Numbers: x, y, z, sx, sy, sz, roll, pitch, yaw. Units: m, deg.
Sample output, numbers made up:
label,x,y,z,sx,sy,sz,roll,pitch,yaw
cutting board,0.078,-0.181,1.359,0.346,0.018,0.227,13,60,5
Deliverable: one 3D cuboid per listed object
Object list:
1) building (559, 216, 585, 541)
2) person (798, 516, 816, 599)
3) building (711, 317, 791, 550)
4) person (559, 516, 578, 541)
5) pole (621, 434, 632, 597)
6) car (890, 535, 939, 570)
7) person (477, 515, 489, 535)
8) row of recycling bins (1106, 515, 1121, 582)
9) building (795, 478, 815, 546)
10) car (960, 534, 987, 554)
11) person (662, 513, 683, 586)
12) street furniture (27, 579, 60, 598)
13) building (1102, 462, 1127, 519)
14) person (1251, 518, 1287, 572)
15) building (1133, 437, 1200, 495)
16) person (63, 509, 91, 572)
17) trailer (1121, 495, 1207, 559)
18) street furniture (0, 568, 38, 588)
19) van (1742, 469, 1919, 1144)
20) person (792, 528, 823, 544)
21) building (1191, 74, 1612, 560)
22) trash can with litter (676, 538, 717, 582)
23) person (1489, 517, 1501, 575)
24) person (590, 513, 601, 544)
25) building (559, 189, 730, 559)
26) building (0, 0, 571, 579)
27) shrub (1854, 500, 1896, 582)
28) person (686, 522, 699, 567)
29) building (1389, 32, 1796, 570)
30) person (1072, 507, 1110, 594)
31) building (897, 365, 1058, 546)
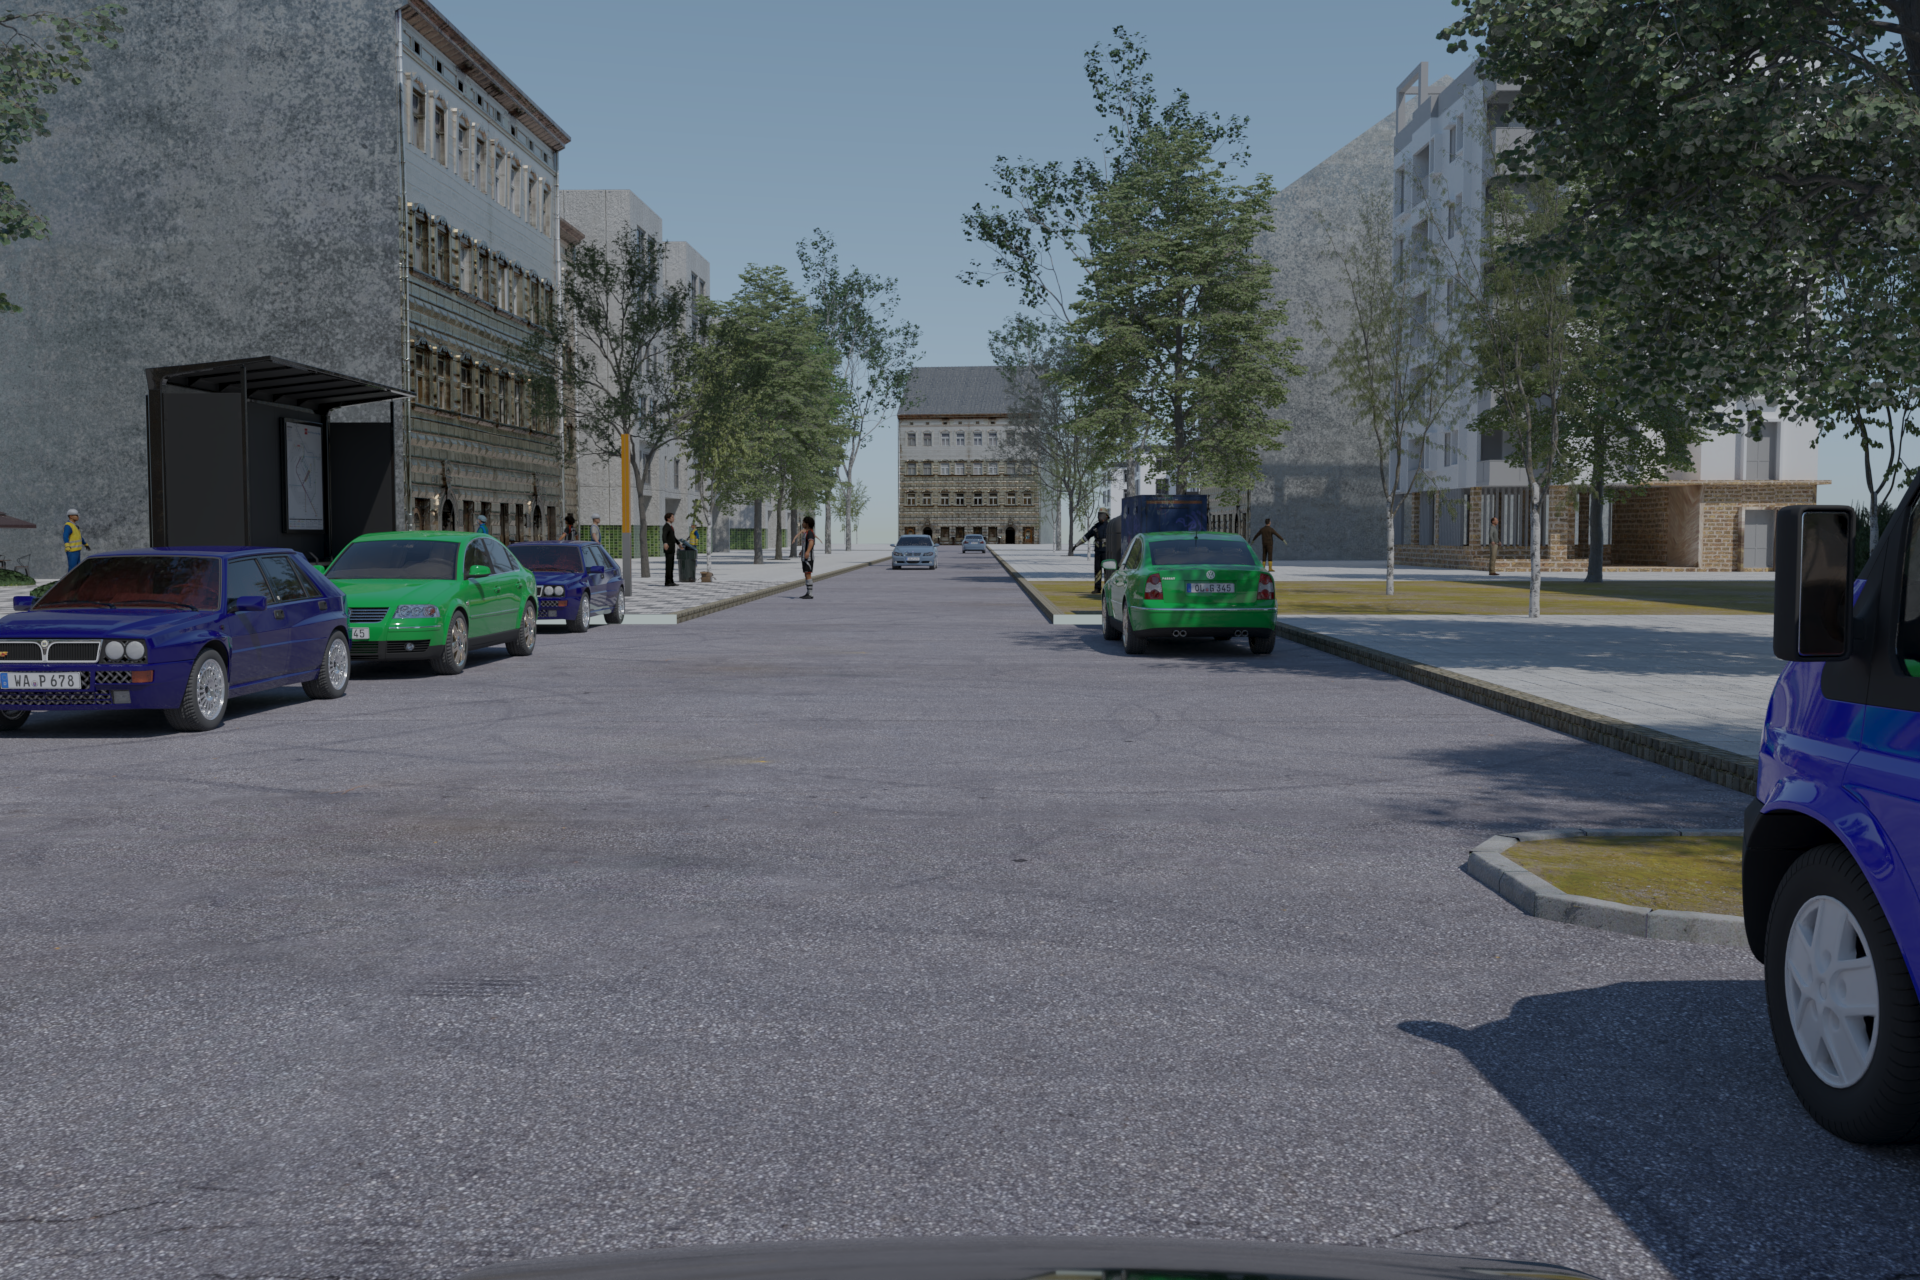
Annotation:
label,x,y,z,sx,sy,sz,roll,pitch,yaw
building,-28.819,-15.172,78.990,19.493,23.208,18.063,0,4,1
person,-3.389,-1.815,38.284,0.704,1.843,1.345,-1,4,-11
building,-24.966,-17.769,156.979,16.747,18.905,31.486,0,4,1
person,-11.590,-2.759,51.261,0.704,1.843,1.345,1,4,15
pole,-6.818,-2.542,35.406,0.158,3.312,0.155,0,3,0
car,-1.829,-3.591,70.723,2.014,1.417,4.499,0,4,1
person,-13.670,-2.649,49.436,0.704,1.817,1.347,0,4,2
row of recycling bins,3.439,-1.663,34.302,1.069,1.692,3.534,0,4,-1
building,-26.184,-21.978,190.276,19.493,23.208,18.063,0,4,1
car,1.026,-7.152,128.942,2.014,1.417,4.499,0,3,0
person,-7.107,-2.224,42.554,0.705,1.806,1.347,0,4,7
street furniture,-13.141,-1.185,34.997,10.072,0.657,5.734,-2,4,-28
building,21.923,-15.833,201.010,9.099,9.664,28.070,0,4,1
person,10.485,-3.231,58.962,1.346,1.812,0.704,3,4,37
building,21.434,-13.536,163.466,9.099,9.664,28.070,0,4,1
person,-19.434,-1.961,38.036,0.705,1.833,1.349,-1,4,-9
trailer,3.066,-1.221,27.006,1.471,1.999,3.904,0,4,-1
street furniture,-26.616,-1.453,39.389,5.734,0.657,10.072,2,4,33
van,2.972,0.125,2.335,2.240,2.365,5.245,0,4,-1
person,-5.670,-3.513,64.234,1.217,1.733,0.721,-2,4,-28
building,23.248,-15.993,92.413,19.493,23.208,18.063,0,3,0
trash can with litter,-7.013,-2.122,46.076,1.055,1.170,0.624,0,4,1
person,16.586,-2.905,53.766,0.705,1.796,1.348,2,4,26
person,-9.870,-2.522,47.091,0.705,1.847,1.347,-1,4,-11
building,-24.873,-14.598,105.132,16.747,18.905,31.486,0,4,1
building,-24.696,-13.853,57.433,19.493,23.208,18.063,0,4,1
shrub,19.202,-1.929,35.953,1.690,2.028,1.600,0,3,0
person,-10.310,-3.675,66.545,0.721,1.772,1.216,-2,4,-29
building,23.117,-13.118,70.907,16.016,20.090,11.380,0,4,1
person,3.052,-1.918,37.136,1.354,1.856,0.705,2,4,28
building,2.624,-23.951,224.982,18.063,23.208,19.493,1,4,10
